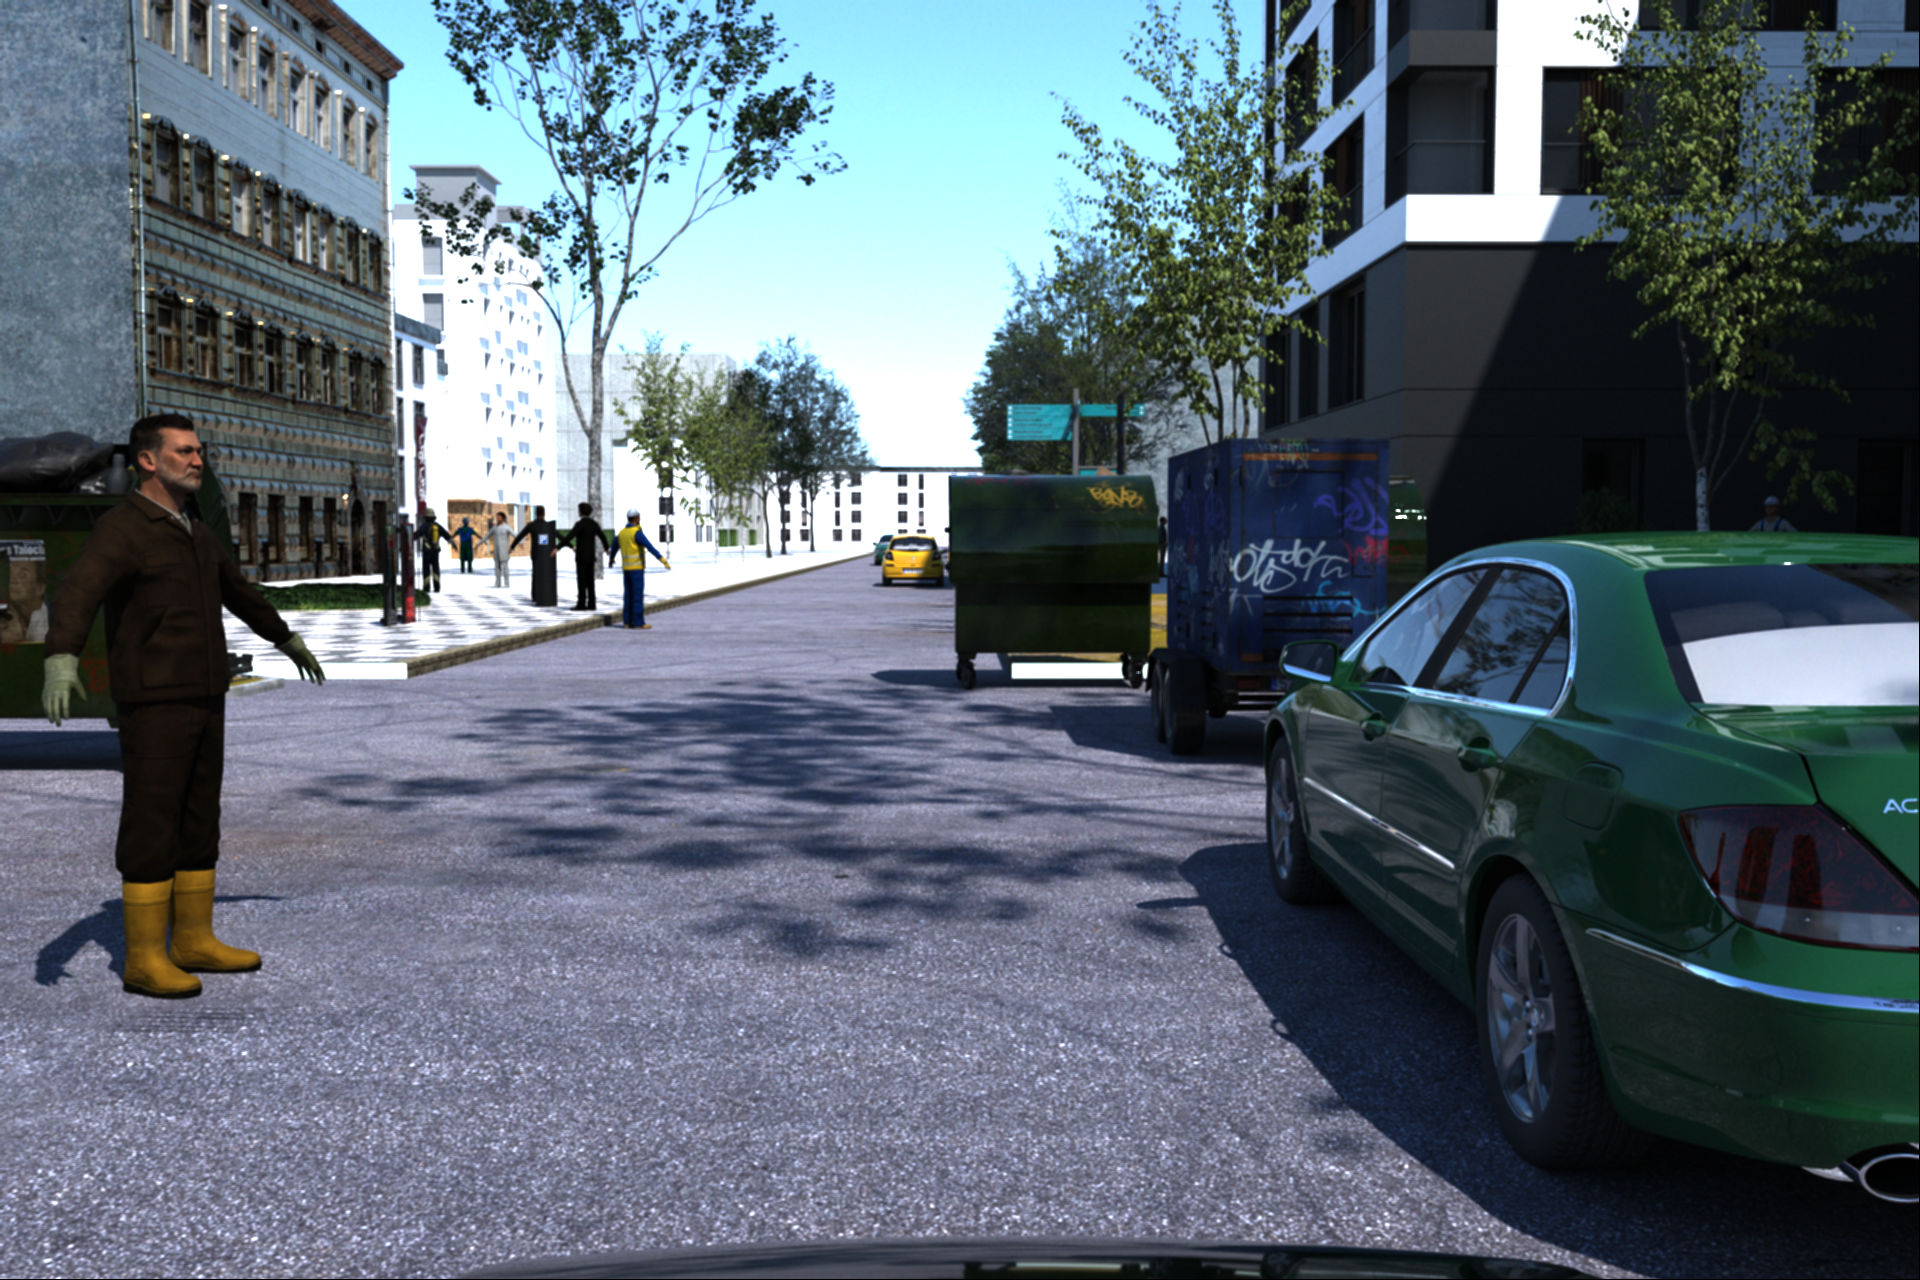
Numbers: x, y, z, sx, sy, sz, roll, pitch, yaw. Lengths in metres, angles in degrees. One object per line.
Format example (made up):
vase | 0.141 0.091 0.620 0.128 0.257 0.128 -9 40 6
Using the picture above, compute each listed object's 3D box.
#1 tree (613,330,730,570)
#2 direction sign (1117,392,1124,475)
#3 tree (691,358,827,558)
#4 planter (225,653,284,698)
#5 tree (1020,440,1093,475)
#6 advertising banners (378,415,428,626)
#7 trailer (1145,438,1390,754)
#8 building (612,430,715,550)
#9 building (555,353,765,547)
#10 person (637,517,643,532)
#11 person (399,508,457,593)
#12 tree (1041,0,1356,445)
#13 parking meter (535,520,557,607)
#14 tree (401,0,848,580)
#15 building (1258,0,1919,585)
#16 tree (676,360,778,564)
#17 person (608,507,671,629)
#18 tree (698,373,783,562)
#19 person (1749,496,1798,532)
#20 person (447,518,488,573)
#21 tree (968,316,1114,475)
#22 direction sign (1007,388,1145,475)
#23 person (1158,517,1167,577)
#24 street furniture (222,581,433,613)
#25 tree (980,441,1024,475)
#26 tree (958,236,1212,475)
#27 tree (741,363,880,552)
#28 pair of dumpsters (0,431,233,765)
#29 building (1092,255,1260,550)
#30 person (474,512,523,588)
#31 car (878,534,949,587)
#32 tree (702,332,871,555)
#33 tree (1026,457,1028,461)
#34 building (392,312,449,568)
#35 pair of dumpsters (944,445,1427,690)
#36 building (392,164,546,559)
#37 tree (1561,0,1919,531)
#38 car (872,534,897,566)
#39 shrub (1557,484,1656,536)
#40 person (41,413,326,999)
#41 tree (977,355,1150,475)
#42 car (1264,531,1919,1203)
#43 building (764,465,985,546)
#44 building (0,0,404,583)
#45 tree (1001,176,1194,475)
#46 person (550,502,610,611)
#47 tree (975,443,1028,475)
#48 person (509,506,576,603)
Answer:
tree | -10.433 -6.827 61.979 4.737 8.622 4.395 0 3 0
direction sign | 2.600 -2.212 28.160 0.379 3.537 0.876 0 4 0
tree | -10.534 -9.667 92.460 7.601 10.594 8.767 1 4 9
planter | -7.308 0.333 15.699 1.991 0.319 1.994 0 4 0
tree | 4.922 -8.591 90.822 4.737 8.622 4.395 0 3 0
advertising banners | -7.963 -1.756 24.899 0.090 3.025 2.074 0 4 1
trailer | 2.050 -0.322 12.309 1.471 1.999 3.904 0 4 -1
building | -26.213 -12.936 153.651 9.099 9.664 28.070 0 4 -1
building | -31.176 -19.510 185.453 16.747 18.905 31.486 0 4 0
person | -9.382 -2.706 50.217 0.705 1.833 1.349 -1 4 -10
person | -11.604 -1.966 37.927 1.354 1.856 0.705 -3 5 -43
tree | 3.357 -4.438 22.921 4.737 8.622 4.395 0 3 0
parking meter | -7.324 -1.359 30.636 0.372 1.533 0.369 0 3 0
tree | -9.563 -11.828 49.285 12.611 20.169 13.585 0 3 0
building | 21.547 -12.387 46.507 27.936 21.610 32.646 0 4 -1
tree | -10.191 -7.534 73.540 4.737 8.622 4.395 0 3 0
person | -4.921 -1.090 26.250 1.349 1.833 0.705 3 4 39
tree | -9.914 -7.886 79.292 4.360 8.622 3.978 0 3 0
person | 12.179 -1.235 26.044 0.705 1.847 1.347 -3 5 -42
person | -16.139 -3.090 56.648 1.347 1.817 0.704 0 4 4
tree | 4.891 -11.811 99.764 9.857 13.997 8.962 0 3 0
direction sign | 2.119 -2.600 31.280 2.525 3.948 1.411 0 4 1
person | 6.047 -2.764 51.460 0.705 1.796 1.348 0 4 7
street furniture | -14.377 -0.941 31.015 10.072 0.657 5.734 3 5 40
tree | 4.534 -11.549 123.243 7.601 10.594 8.767 0 4 6
tree | 5.010 -9.788 70.400 12.009 13.543 11.850 0 3 0
tree | -10.684 -13.031 123.427 12.009 13.543 11.850 0 3 0
pair of dumpsters | -6.995 -0.354 10.735 4.436 2.255 1.574 0 4 -1
building | 20.246 -19.218 145.147 19.493 23.208 18.063 0 4 -1
person | -10.909 -2.137 41.127 1.347 1.806 0.705 1 4 20
car | -1.302 -2.344 48.549 2.015 1.641 3.980 0 4 -1
tree | -10.802 -11.945 105.668 12.009 13.543 11.850 0 3 0
tree | 5.104 -10.161 116.495 4.360 8.622 3.978 0 3 0
building | -25.863 -7.899 71.293 9.099 9.664 28.070 0 4 0
pair of dumpsters | 2.070 -0.705 16.475 4.436 2.255 1.574 0 4 -1
building | -29.519 -14.289 90.045 16.016 20.090 11.380 0 4 -1
tree | 8.719 -4.246 19.785 4.737 8.622 4.395 0 3 0
car | -2.984 -4.187 80.249 2.131 1.459 4.920 0 4 0
shrub | 10.016 -1.406 27.033 1.661 2.075 1.752 0 3 0
person | -2.479 0.189 5.504 0.704 1.812 1.346 1 4 11
tree | 5.046 -9.169 84.323 8.767 10.594 7.601 0 4 1
car | 2.166 0.395 5.344 2.131 1.459 4.920 0 4 -1
building | -9.684 -16.374 212.311 28.070 9.664 9.099 0 4 1
building | -27.500 -13.203 46.804 19.493 23.208 18.063 0 4 -1
tree | 3.352 -5.179 35.040 4.360 8.622 3.978 0 3 0
person | -6.283 -1.391 28.936 0.705 1.806 1.347 2 4 31
tree | 5.079 -10.643 108.424 8.767 10.594 7.601 0 4 3
person | -7.823 -1.599 32.372 1.346 1.802 0.704 1 4 9
